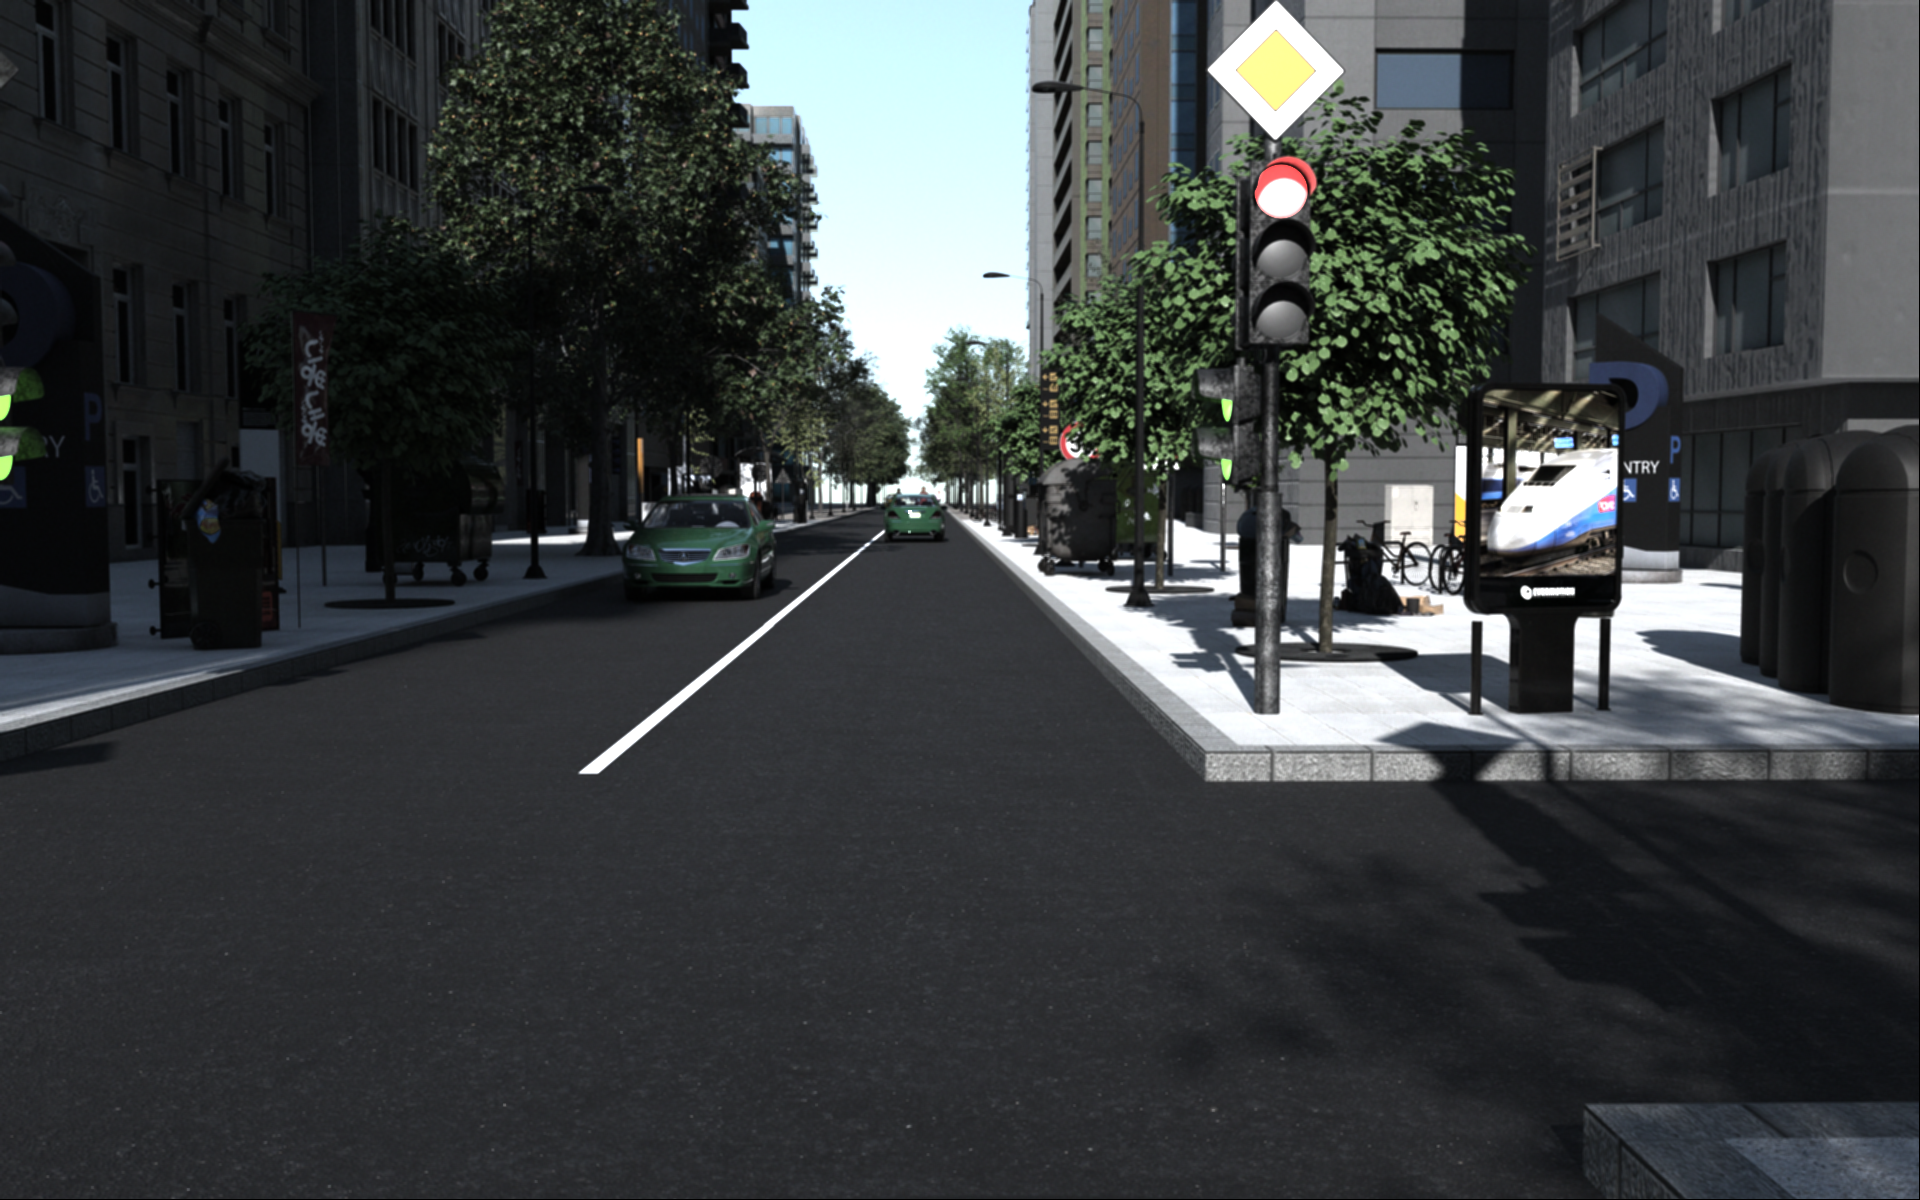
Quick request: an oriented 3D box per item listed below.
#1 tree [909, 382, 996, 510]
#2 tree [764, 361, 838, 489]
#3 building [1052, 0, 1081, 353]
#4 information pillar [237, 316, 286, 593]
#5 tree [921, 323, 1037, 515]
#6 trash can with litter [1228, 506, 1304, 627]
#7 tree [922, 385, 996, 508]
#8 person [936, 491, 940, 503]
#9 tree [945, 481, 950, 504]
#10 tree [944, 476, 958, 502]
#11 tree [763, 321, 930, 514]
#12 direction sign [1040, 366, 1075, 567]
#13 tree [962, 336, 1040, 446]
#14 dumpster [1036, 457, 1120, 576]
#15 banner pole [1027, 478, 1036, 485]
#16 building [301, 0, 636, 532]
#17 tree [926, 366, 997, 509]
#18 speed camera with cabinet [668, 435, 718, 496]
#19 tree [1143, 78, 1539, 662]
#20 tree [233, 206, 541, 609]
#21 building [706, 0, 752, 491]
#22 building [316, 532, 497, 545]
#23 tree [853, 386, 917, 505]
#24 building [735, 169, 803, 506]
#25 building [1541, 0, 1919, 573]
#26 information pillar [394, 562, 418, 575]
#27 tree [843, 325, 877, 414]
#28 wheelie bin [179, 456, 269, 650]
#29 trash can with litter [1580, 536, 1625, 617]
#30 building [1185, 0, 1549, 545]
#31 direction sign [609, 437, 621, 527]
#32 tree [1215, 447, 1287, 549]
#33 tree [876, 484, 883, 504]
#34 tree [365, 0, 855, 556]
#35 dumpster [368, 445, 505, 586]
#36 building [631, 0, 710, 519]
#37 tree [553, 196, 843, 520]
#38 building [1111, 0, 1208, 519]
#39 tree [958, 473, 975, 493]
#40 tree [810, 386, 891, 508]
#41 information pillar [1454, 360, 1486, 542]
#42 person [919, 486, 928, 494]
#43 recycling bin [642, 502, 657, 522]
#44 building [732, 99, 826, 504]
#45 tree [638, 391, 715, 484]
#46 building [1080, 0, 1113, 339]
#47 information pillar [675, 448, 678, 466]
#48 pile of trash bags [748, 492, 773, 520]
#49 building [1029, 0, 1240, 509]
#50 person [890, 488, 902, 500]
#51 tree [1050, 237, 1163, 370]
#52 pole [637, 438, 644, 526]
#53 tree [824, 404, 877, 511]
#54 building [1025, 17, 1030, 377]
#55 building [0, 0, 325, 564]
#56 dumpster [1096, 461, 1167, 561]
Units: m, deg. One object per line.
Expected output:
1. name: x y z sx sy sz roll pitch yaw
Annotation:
1. tree: 0.479 -12.416 137.410 8.767 10.594 7.601 -1 4 -19
2. tree: -8.349 -8.663 92.002 4.737 8.622 4.395 0 3 0
3. building: 18.997 -31.714 142.233 21.300 48.544 21.600 0 4 -1
4. information pillar: -8.974 -1.888 22.219 0.504 3.616 0.183 -3 4 -39
5. tree: 1.189 -11.043 106.314 9.928 11.665 9.643 0 3 0
6. trash can with litter: 3.004 -0.347 17.062 0.624 1.170 1.055 1 4 19
7. tree: 0.120 -15.373 168.354 9.611 12.733 9.660 0 3 0
8. person: -1.693 -7.801 136.984 0.436 1.711 0.756 3 5 39
9. tree: -1.643 -19.003 221.074 12.009 13.543 11.850 0 3 0
10. tree: -1.338 -17.396 234.781 4.360 8.622 3.978 0 3 0
11. tree: -9.086 -12.312 111.669 12.009 13.543 11.850 0 3 0
12. direction sign: 1.862 -2.369 30.724 0.876 3.537 0.379 0 4 -3
13. tree: 2.313 -8.032 81.680 4.737 8.622 4.395 0 3 0
14. dumpster: 1.894 -1.349 27.809 1.264 1.857 1.865 0 4 -1
15. banner pole: 2.602 -4.038 56.033 0.863 3.779 0.401 -1 4 -13
16. building: -21.364 -15.545 72.185 12.078 24.808 19.932 0 4 -1
17. tree: 0.443 -14.283 151.658 7.486 12.596 7.792 0 3 0
18. speed camera with cabinet: -9.036 -3.936 58.681 0.660 3.252 2.038 2 4 29
19. tree: 2.867 -1.835 13.722 4.285 4.588 4.351 0 3 0
20. tree: -6.526 -2.217 19.955 4.285 4.588 4.351 0 3 0
21. building: -27.297 -28.937 127.752 22.147 44.769 28.867 0 4 -1
22. building: -20.993 -14.329 52.294 12.078 24.808 19.932 0 4 -1
23. tree: -10.318 -18.570 210.267 9.857 13.997 8.962 0 3 0
24. building: -33.653 -30.324 187.679 32.217 40.220 23.993 0 4 -1
25. building: 18.652 -21.003 26.996 14.086 41.232 14.154 0 4 -1
26. information pillar: -8.791 -1.404 27.451 0.304 2.012 0.304 0 4 0
27. tree: -7.176 -8.050 66.030 8.767 10.594 7.601 0 4 7
28. wheelie bin: -6.168 -0.406 14.549 0.693 1.594 0.980 -2 4 -26
29. trash can with litter: 6.454 -0.422 18.293 0.624 1.170 1.055 -2 4 -32
30. building: 18.717 -31.421 55.728 21.231 58.520 28.212 0 4 -1
31. direction sign: -13.813 -4.666 68.285 0.876 3.537 0.379 0 4 -8
32. tree: 6.713 -2.797 40.340 1.663 3.219 1.824 0 3 0
33. tree: -11.226 -14.346 229.153 1.663 3.219 1.824 0 3 0
34. tree: -7.457 -7.274 35.936 9.611 12.733 9.660 0 3 0
35. dumpster: -7.477 -1.361 24.745 1.502 2.255 1.985 0 4 -1
36. building: -23.247 -27.866 105.723 14.600 45.320 14.200 0 4 -1
37. tree: -8.079 -7.037 49.470 8.767 10.594 7.601 0 3 0
38. building: 16.067 -27.275 96.054 14.600 45.320 14.200 0 4 -1
39. tree: 0.767 -10.024 158.492 1.663 3.219 1.824 0 3 0
40. tree: -10.021 -14.657 157.767 7.486 12.596 7.792 0 3 0
41. information pillar: 8.816 -2.357 29.891 0.504 3.616 0.183 1 4 11
42. person: -1.890 -4.997 90.144 1.348 1.831 0.705 0 4 -4
43. recycling bin: -9.101 -2.424 52.192 0.722 1.027 0.722 -3 5 -42
44. building: -29.118 -36.445 215.487 23.786 49.044 30.456 0 4 -1
45. tree: -12.373 -7.684 75.995 4.737 8.622 4.395 0 3 0
46. building: 15.510 -26.972 124.583 14.154 41.232 14.086 0 4 -1
47. information pillar: -13.890 -5.715 84.802 0.183 3.616 0.504 -1 4 -17
48. pile of trash bags: -7.712 -3.242 62.766 1.912 1.369 3.447 -1 4 -21
49. building: 18.422 -40.144 198.355 21.231 58.520 28.212 0 4 -1
50. person: -4.578 -7.419 129.427 1.348 1.869 0.705 0 4 6
51. tree: 4.628 -5.998 48.434 4.360 8.622 3.978 0 3 0
52. pole: -11.656 -4.244 63.235 0.158 3.312 0.155 0 3 0
53. tree: -8.372 -10.952 129.434 4.360 8.622 3.978 0 3 0
54. building: 17.523 -55.940 227.292 22.319 86.520 31.000 0 4 -1
55. building: -21.308 -14.218 29.731 12.463 27.353 25.104 0 4 -1
56. dumpster: 3.334 -1.924 33.955 1.502 2.255 1.985 0 4 -1
